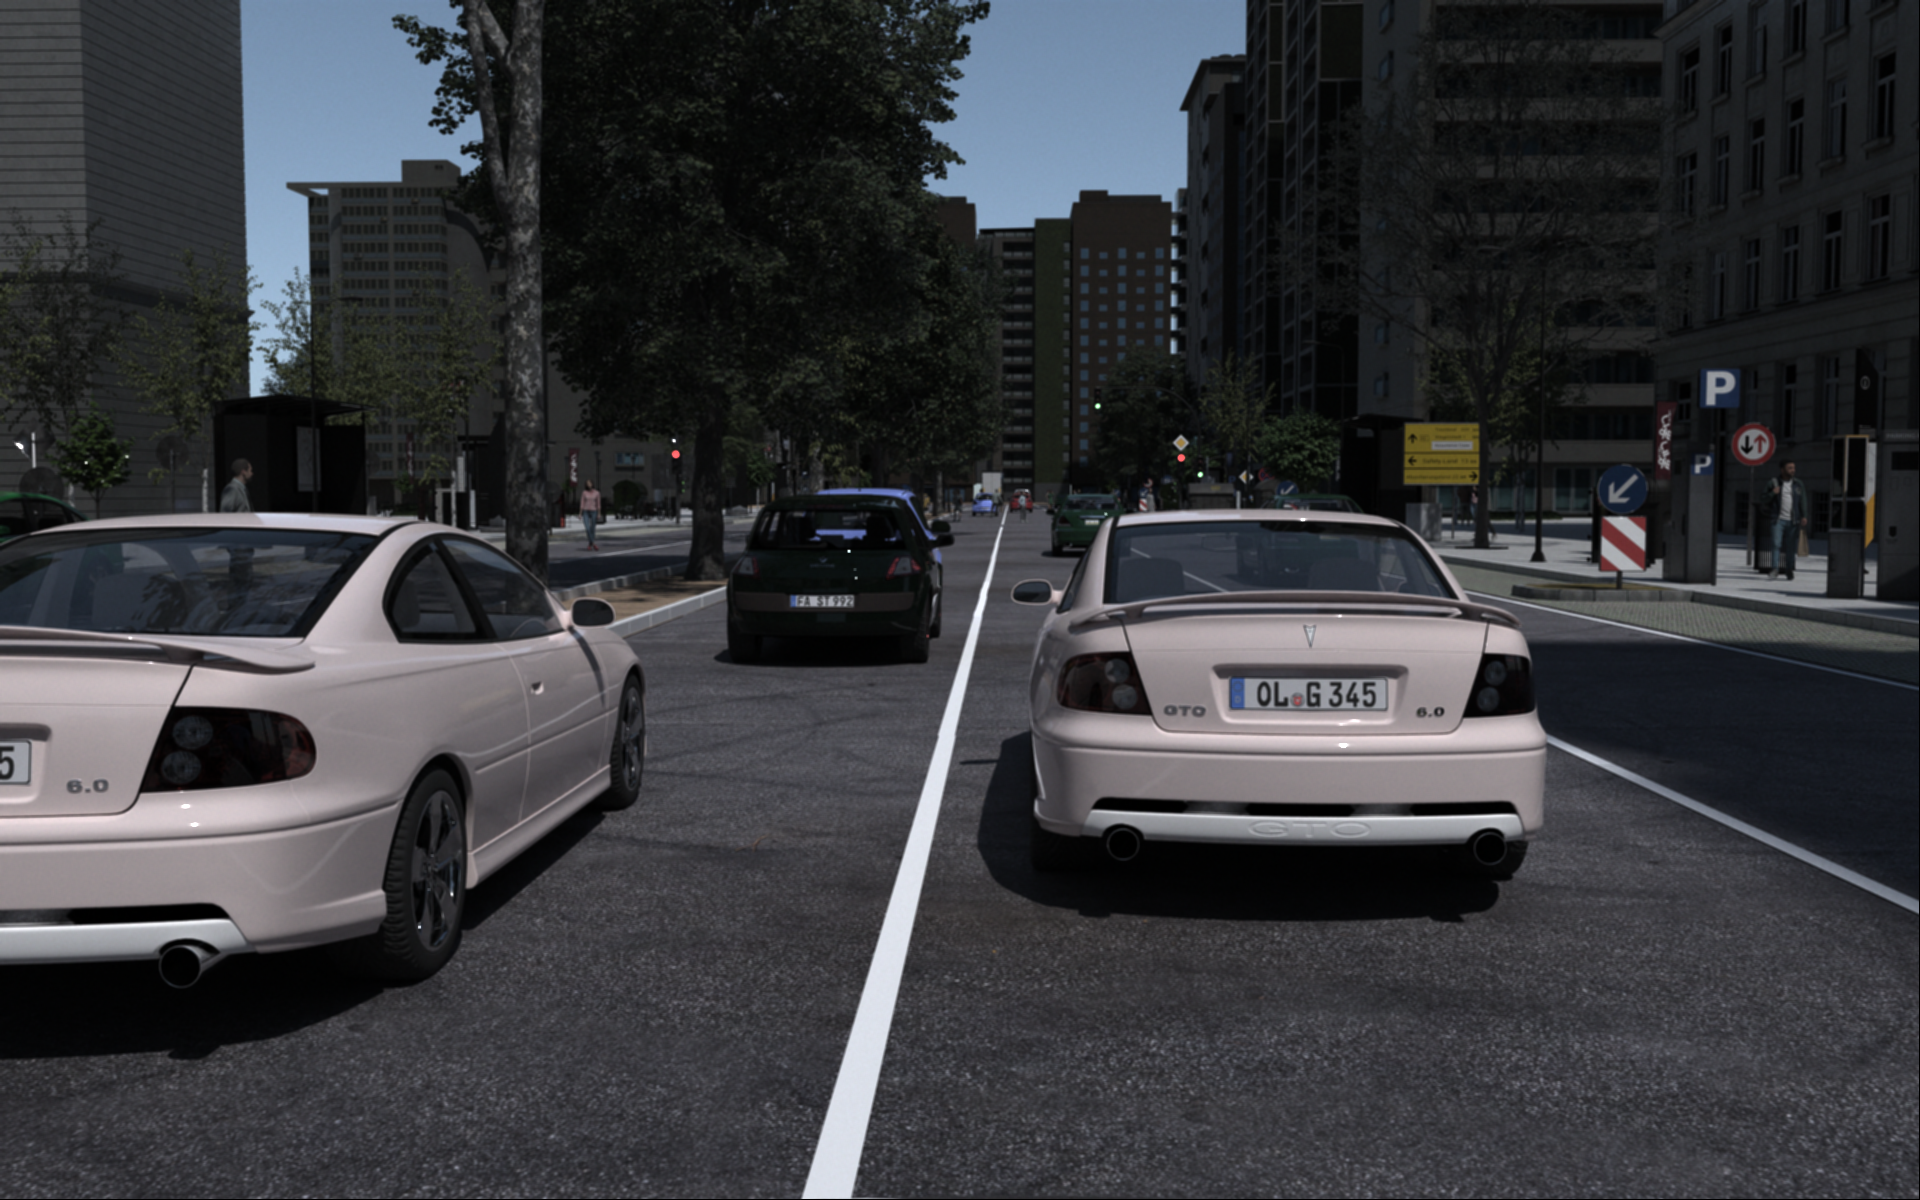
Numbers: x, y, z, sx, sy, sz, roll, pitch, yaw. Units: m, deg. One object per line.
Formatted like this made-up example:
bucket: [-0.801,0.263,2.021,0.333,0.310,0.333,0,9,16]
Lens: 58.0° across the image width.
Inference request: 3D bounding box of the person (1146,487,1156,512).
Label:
person: [8.545,-4.220,78.246,0.760,1.731,0.466,1,4,9]

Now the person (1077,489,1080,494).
person: [9.309,-7.912,138.083,0.699,1.804,1.509,2,4,27]

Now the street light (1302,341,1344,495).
street light: [11.047,-4.897,52.601,1.470,5.913,1.316,0,4,2]

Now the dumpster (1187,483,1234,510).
dumpster: [9.863,-3.674,68.290,1.865,1.857,1.264,0,4,3]

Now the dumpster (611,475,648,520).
dumpster: [-16.661,-5.182,87.222,1.502,2.255,1.985,0,4,2]

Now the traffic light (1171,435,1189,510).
traffic light: [10.379,-5.671,81.641,0.839,4.253,0.868,0,4,2]

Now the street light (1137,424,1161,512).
street light: [12.783,-8.734,115.349,1.470,5.913,1.316,0,4,2]

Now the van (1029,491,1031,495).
van: [5.862,-9.532,162.854,2.013,2.044,4.112,0,4,0]

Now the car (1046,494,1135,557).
car: [3.093,-1.789,41.047,2.131,1.459,4.920,0,4,4]

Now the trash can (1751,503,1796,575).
trash can: [13.086,-0.988,27.802,0.748,1.137,0.748,0,3,0]

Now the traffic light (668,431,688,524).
traffic light: [-12.107,-5.221,74.290,0.839,4.253,0.868,0,4,2]

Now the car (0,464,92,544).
car: [-11.122,-0.636,19.191,1.959,1.807,4.718,0,4,1]

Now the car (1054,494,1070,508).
car: [10.516,-10.240,176.220,1.959,1.807,4.718,0,4,1]

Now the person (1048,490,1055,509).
person: [7.560,-8.324,144.850,0.529,1.795,0.600,-3,5,-41]

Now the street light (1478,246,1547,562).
street light: [10.405,-3.675,32.630,1.470,5.913,1.316,0,4,2]

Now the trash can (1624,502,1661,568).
trash can: [11.876,-1.145,30.367,0.748,1.137,0.748,0,3,0]

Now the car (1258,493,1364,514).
car: [5.664,-1.017,28.431,2.131,1.459,4.920,0,4,2]

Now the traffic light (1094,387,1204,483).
traffic light: [8.052,-6.050,73.579,4.771,5.953,1.251,0,4,2]

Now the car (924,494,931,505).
car: [-4.851,-13.264,227.084,2.015,1.641,3.980,0,4,1]

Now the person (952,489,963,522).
person: [-0.079,-4.952,90.473,0.522,1.701,0.512,3,4,38]

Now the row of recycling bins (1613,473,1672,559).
row of recycling bins: [14.085,-1.756,35.816,1.069,1.692,3.534,0,4,7]

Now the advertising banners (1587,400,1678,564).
advertising banners: [12.535,-2.204,32.229,2.074,3.025,0.090,-1,4,-23]

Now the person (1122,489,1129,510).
person: [12.109,-7.174,126.200,0.834,1.777,0.661,-2,4,-23]

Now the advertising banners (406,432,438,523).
advertising banners: [-15.091,-3.201,48.532,0.090,3.025,2.074,-3,4,-38]

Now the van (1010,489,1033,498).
van: [5.538,-9.060,155.147,2.013,2.044,4.112,0,4,1]

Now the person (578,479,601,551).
person: [-9.361,-2.156,43.764,0.555,1.821,0.388,-1,4,-18]

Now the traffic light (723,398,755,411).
traffic light: [-9.780,-6.580,82.246,4.771,5.953,1.251,0,4,2]

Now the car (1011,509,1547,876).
car: [1.260,0.272,7.920,2.083,1.381,4.827,0,4,3]

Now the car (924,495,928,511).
car: [-3.738,-8.676,152.074,2.015,1.641,3.980,0,4,3]

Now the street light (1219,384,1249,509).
street light: [11.602,-6.151,73.115,1.470,5.913,1.316,0,4,2]

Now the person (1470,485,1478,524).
person: [23.318,-4.285,78.569,0.555,1.821,0.388,1,4,16]

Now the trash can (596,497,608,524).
trash can: [-15.312,-3.778,73.422,0.748,1.137,0.748,0,3,0]

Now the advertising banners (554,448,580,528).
advertising banners: [-15.148,-4.234,65.408,0.090,3.025,2.074,3,4,37]

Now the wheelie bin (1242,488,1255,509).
wheelie bin: [14.091,-4.652,83.965,0.693,1.594,0.980,-1,4,-15]

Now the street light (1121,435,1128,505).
street light: [13.485,-9.994,135.940,1.470,5.913,1.316,0,4,2]

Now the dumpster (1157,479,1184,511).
dumpster: [13.336,-6.556,109.688,1.502,2.255,1.985,0,4,2]

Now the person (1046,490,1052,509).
person: [7.708,-8.634,150.003,0.599,1.781,0.374,0,4,-7]

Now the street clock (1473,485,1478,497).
street clock: [14.975,-2.773,49.909,0.471,2.002,0.358,1,4,14]

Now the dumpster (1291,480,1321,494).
dumpster: [13.860,-4.173,70.718,1.502,2.255,1.985,0,4,1]

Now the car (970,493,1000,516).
car: [1.644,-6.300,112.603,1.945,1.707,3.694,0,4,1]

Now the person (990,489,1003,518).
person: [2.258,-5.912,105.648,0.782,1.767,0.515,1,4,16]

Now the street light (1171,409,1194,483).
street light: [12.232,-7.487,94.952,1.470,5.913,1.316,0,4,2]

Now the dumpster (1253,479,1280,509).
dumpster: [11.964,-3.701,66.275,1.264,1.857,1.865,0,4,2]

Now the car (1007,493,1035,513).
car: [4.788,-7.749,135.743,2.155,1.783,4.494,0,4,2]

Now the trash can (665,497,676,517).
trash can: [-15.939,-5.124,95.426,0.748,1.137,0.748,0,3,0]

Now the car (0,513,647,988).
car: [-2.444,0.359,6.498,2.083,1.381,4.827,0,4,1]

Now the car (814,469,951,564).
car: [-1.088,-0.650,20.214,1.945,1.707,3.694,0,4,1]

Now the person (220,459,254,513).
person: [-7.753,-0.613,18.615,0.391,1.810,0.635,-2,4,-24]

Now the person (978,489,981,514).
person: [1.610,-7.259,127.416,0.641,1.798,0.478,1,4,8]

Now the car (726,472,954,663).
car: [-1.074,-0.388,16.132,2.009,1.686,4.222,0,4,1]
